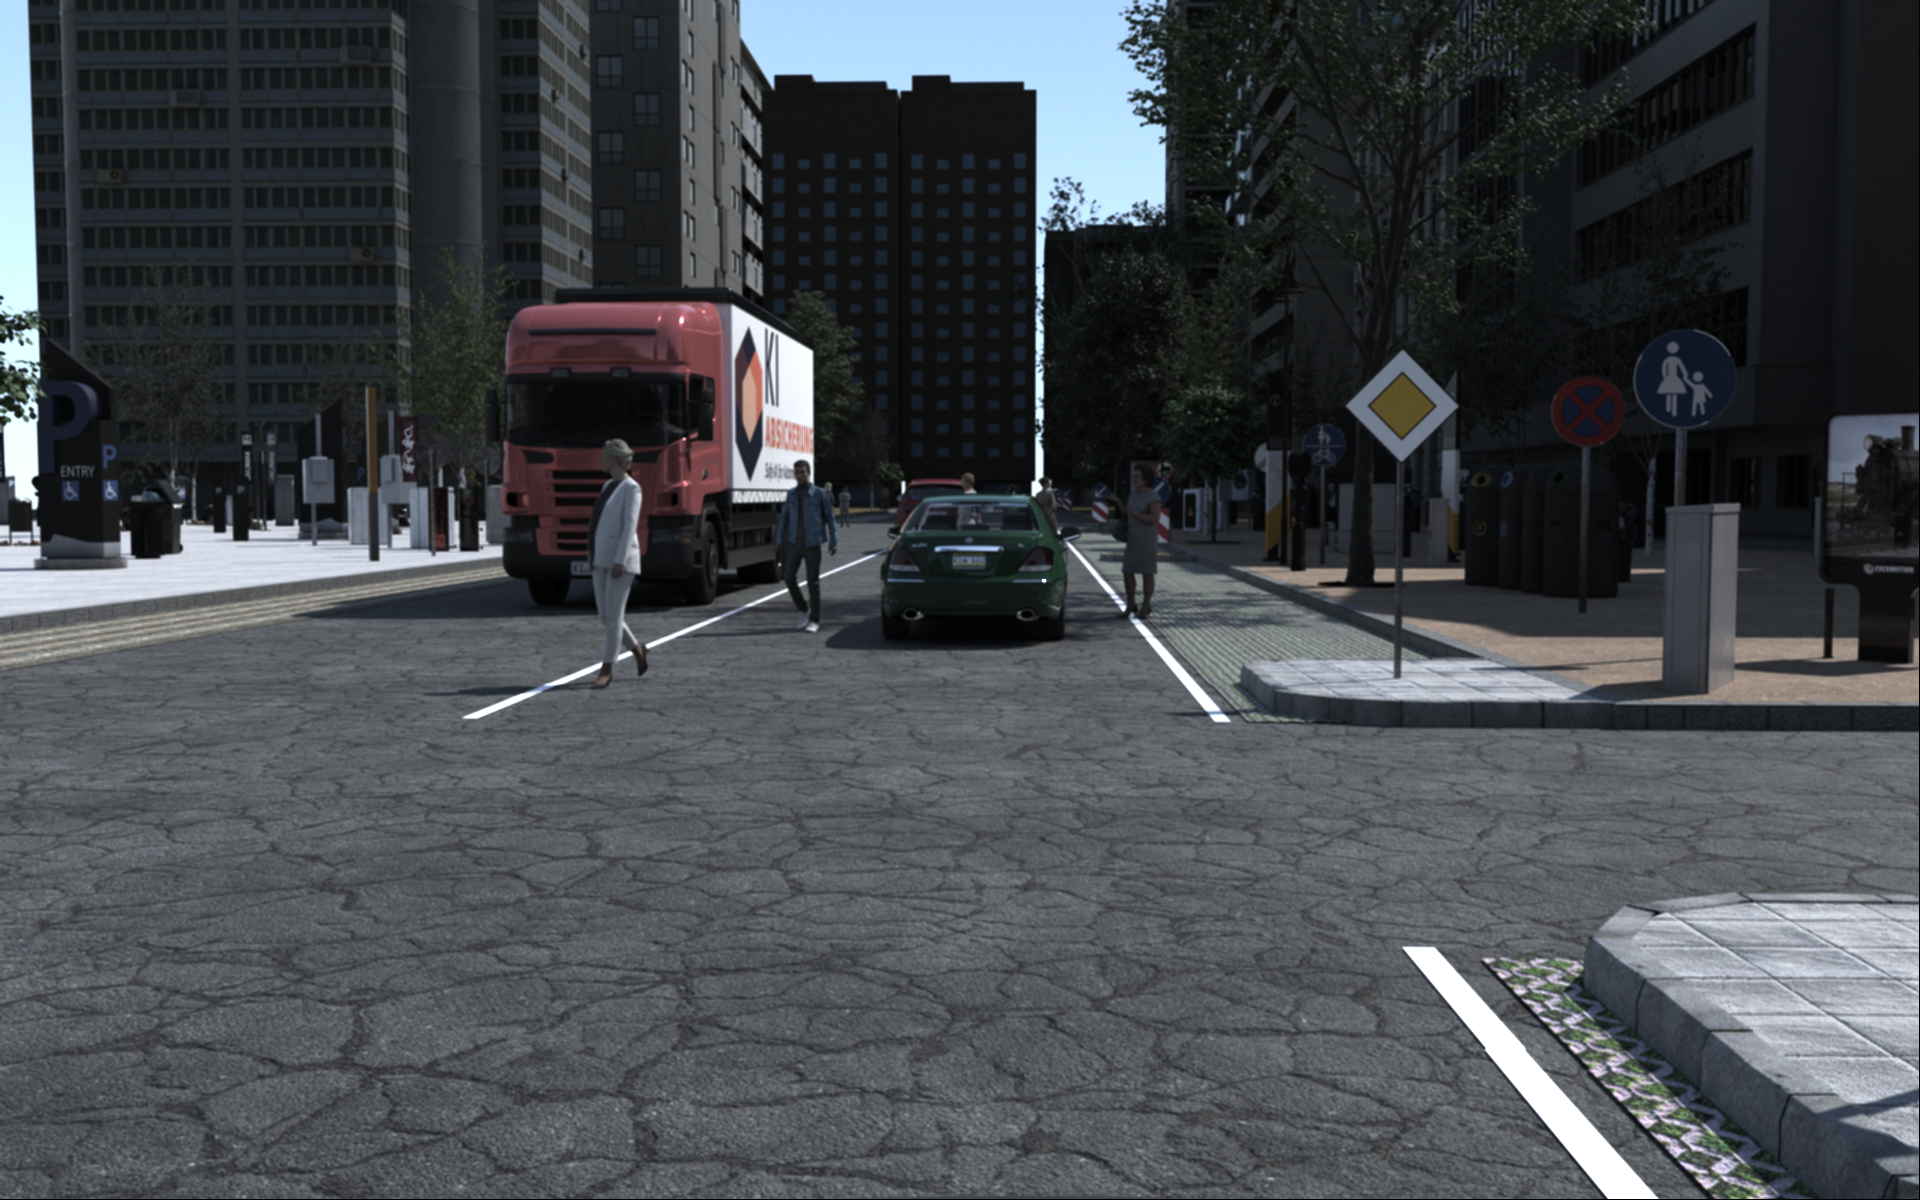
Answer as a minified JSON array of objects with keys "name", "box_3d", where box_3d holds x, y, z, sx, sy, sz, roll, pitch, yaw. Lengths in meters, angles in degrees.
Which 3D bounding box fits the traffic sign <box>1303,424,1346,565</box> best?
[{"name":"traffic sign","box_3d":[6.603,-1.919,31.475,0.768,2.556,0.104,0,4,7]}]

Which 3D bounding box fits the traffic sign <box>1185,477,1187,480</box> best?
[{"name":"traffic sign","box_3d":[9.229,-4.431,72.554,0.768,2.556,0.104,0,4,8]}]

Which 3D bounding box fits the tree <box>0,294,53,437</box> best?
[{"name":"tree","box_3d":[-11.972,-2.156,18.967,4.285,4.588,4.351,0,3,0]}]

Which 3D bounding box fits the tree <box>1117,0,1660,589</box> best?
[{"name":"tree","box_3d":[5.722,-5.989,23.680,9.928,11.665,9.643,0,3,0]}]

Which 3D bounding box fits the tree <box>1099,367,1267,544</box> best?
[{"name":"tree","box_3d":[6.536,-3.753,45.082,4.285,4.588,4.351,0,3,0]}]

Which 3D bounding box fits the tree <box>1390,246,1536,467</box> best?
[{"name":"tree","box_3d":[14.918,-6.209,51.880,4.737,8.622,4.395,0,3,0]}]

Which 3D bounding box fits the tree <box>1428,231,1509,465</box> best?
[{"name":"tree","box_3d":[14.845,-5.900,46.825,4.360,8.622,3.978,0,3,0]}]

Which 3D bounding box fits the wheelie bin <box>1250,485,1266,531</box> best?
[{"name":"wheelie bin","box_3d":[10.537,-3.209,60.369,0.980,1.594,0.693,-2,4,-32]}]

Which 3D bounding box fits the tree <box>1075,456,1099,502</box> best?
[{"name":"tree","box_3d":[10.691,-9.328,136.221,4.285,4.588,4.351,0,3,0]}]

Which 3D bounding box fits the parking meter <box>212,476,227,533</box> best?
[{"name":"parking meter","box_3d":[-24.507,-3.159,57.353,0.399,1.863,0.255,-1,4,-18]}]

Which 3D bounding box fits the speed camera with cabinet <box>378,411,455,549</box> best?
[{"name":"speed camera with cabinet","box_3d":[-12.807,-2.846,40.871,2.038,3.252,0.660,2,4,35]}]

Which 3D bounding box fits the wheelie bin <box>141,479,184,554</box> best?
[{"name":"wheelie bin","box_3d":[-17.072,-1.782,37.041,0.693,1.594,0.980,0,4,-4]}]

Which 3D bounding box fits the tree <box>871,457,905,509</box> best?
[{"name":"tree","box_3d":[-6.523,-10.400,153.747,4.285,4.588,4.351,0,3,0]}]

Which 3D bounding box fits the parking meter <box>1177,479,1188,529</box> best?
[{"name":"parking meter","box_3d":[8.147,-3.532,63.465,0.255,1.863,0.399,-2,4,-30]}]

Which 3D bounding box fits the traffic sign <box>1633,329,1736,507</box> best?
[{"name":"traffic sign","box_3d":[5.600,-0.818,13.474,0.768,2.556,0.104,0,4,6]}]

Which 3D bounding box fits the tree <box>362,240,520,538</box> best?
[{"name":"tree","box_3d":[-14.609,-6.088,49.909,4.737,8.622,4.395,0,3,0]}]

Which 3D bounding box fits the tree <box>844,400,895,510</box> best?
[{"name":"tree","box_3d":[-7.035,-11.308,135.244,4.360,8.622,3.978,0,3,0]}]

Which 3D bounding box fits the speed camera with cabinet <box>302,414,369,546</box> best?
[{"name":"speed camera with cabinet","box_3d":[-15.405,-3.009,43.537,2.038,3.252,0.660,-2,4,-28]}]

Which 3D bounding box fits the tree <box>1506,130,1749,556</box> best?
[{"name":"tree","box_3d":[14.188,-5.222,35.741,4.360,8.622,3.978,0,3,0]}]

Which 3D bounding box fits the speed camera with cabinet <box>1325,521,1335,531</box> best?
[{"name":"speed camera with cabinet","box_3d":[13.230,-4.063,60.765,0.660,3.252,2.038,0,4,-5]}]

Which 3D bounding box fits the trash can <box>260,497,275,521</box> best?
[{"name":"trash can","box_3d":[-33.401,-4.400,83.585,0.748,1.137,0.748,0,3,0]}]

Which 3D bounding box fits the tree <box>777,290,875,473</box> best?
[{"name":"tree","box_3d":[-8.601,-10.889,96.159,7.486,12.596,7.792,0,3,0]}]

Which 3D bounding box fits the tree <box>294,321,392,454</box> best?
[{"name":"tree","box_3d":[-26.613,-7.586,74.390,4.360,8.622,3.978,0,3,0]}]

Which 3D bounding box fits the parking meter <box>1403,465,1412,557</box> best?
[{"name":"parking meter","box_3d":[9.028,-1.805,35.218,0.255,1.863,0.399,0,4,6]}]

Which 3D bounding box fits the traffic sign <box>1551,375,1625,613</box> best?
[{"name":"traffic sign","box_3d":[6.734,-1.134,18.654,0.768,2.556,0.104,0,4,7]}]

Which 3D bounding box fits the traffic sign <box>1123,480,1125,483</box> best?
[{"name":"traffic sign","box_3d":[8.592,-5.309,86.804,0.884,2.594,0.081,1,4,8]}]

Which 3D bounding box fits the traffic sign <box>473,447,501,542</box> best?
[{"name":"traffic sign","box_3d":[-12.733,-2.844,46.611,0.768,2.556,0.104,1,4,9]}]

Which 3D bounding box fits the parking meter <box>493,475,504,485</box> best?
[{"name":"parking meter","box_3d":[-14.150,-2.908,53.257,0.255,1.863,0.399,-3,5,-44]}]

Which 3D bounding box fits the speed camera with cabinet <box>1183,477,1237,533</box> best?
[{"name":"speed camera with cabinet","box_3d":[8.332,-3.917,58.376,0.660,3.252,2.038,-2,4,-28]}]

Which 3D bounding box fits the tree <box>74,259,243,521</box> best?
[{"name":"tree","box_3d":[-24.717,-6.319,53.685,4.360,8.622,3.978,0,3,0]}]

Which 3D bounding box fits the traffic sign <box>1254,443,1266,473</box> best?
[{"name":"traffic sign","box_3d":[7.590,-2.595,42.541,0.768,2.556,0.104,1,4,11]}]

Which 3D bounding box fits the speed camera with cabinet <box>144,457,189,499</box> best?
[{"name":"speed camera with cabinet","box_3d":[-39.418,-5.606,85.989,0.660,3.252,2.038,3,4,36]}]

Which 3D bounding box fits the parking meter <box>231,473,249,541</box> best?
[{"name":"parking meter","box_3d":[-19.610,-2.539,47.221,0.399,1.863,0.255,-2,4,-35]}]

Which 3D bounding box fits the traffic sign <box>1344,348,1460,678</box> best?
[{"name":"traffic sign","box_3d":[3.044,-0.511,12.004,0.795,2.450,0.064,0,4,2]}]

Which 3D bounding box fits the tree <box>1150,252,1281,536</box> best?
[{"name":"tree","box_3d":[7.644,-6.277,52.993,4.737,8.622,4.395,0,3,0]}]

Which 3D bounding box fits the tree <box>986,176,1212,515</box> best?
[{"name":"tree","box_3d":[8.375,-15.190,104.238,12.611,20.169,13.585,0,3,0]}]

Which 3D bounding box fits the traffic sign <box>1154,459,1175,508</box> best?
[{"name":"traffic sign","box_3d":[7.414,-3.835,62.815,0.768,2.556,0.104,1,4,10]}]

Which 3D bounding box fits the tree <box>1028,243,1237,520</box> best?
[{"name":"tree","box_3d":[7.795,-9.929,79.340,9.611,12.733,9.660,0,3,0]}]

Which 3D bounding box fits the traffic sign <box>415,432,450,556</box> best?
[{"name":"traffic sign","box_3d":[-10.894,-2.181,35.771,0.768,2.556,0.104,0,4,8]}]

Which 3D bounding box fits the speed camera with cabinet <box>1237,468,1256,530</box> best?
[{"name":"speed camera with cabinet","box_3d":[9.578,-4.149,62.172,2.038,3.252,0.660,3,4,38]}]

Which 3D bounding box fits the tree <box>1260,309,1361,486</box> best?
[{"name":"tree","box_3d":[14.076,-7.266,69.158,4.360,8.622,3.978,0,3,0]}]
